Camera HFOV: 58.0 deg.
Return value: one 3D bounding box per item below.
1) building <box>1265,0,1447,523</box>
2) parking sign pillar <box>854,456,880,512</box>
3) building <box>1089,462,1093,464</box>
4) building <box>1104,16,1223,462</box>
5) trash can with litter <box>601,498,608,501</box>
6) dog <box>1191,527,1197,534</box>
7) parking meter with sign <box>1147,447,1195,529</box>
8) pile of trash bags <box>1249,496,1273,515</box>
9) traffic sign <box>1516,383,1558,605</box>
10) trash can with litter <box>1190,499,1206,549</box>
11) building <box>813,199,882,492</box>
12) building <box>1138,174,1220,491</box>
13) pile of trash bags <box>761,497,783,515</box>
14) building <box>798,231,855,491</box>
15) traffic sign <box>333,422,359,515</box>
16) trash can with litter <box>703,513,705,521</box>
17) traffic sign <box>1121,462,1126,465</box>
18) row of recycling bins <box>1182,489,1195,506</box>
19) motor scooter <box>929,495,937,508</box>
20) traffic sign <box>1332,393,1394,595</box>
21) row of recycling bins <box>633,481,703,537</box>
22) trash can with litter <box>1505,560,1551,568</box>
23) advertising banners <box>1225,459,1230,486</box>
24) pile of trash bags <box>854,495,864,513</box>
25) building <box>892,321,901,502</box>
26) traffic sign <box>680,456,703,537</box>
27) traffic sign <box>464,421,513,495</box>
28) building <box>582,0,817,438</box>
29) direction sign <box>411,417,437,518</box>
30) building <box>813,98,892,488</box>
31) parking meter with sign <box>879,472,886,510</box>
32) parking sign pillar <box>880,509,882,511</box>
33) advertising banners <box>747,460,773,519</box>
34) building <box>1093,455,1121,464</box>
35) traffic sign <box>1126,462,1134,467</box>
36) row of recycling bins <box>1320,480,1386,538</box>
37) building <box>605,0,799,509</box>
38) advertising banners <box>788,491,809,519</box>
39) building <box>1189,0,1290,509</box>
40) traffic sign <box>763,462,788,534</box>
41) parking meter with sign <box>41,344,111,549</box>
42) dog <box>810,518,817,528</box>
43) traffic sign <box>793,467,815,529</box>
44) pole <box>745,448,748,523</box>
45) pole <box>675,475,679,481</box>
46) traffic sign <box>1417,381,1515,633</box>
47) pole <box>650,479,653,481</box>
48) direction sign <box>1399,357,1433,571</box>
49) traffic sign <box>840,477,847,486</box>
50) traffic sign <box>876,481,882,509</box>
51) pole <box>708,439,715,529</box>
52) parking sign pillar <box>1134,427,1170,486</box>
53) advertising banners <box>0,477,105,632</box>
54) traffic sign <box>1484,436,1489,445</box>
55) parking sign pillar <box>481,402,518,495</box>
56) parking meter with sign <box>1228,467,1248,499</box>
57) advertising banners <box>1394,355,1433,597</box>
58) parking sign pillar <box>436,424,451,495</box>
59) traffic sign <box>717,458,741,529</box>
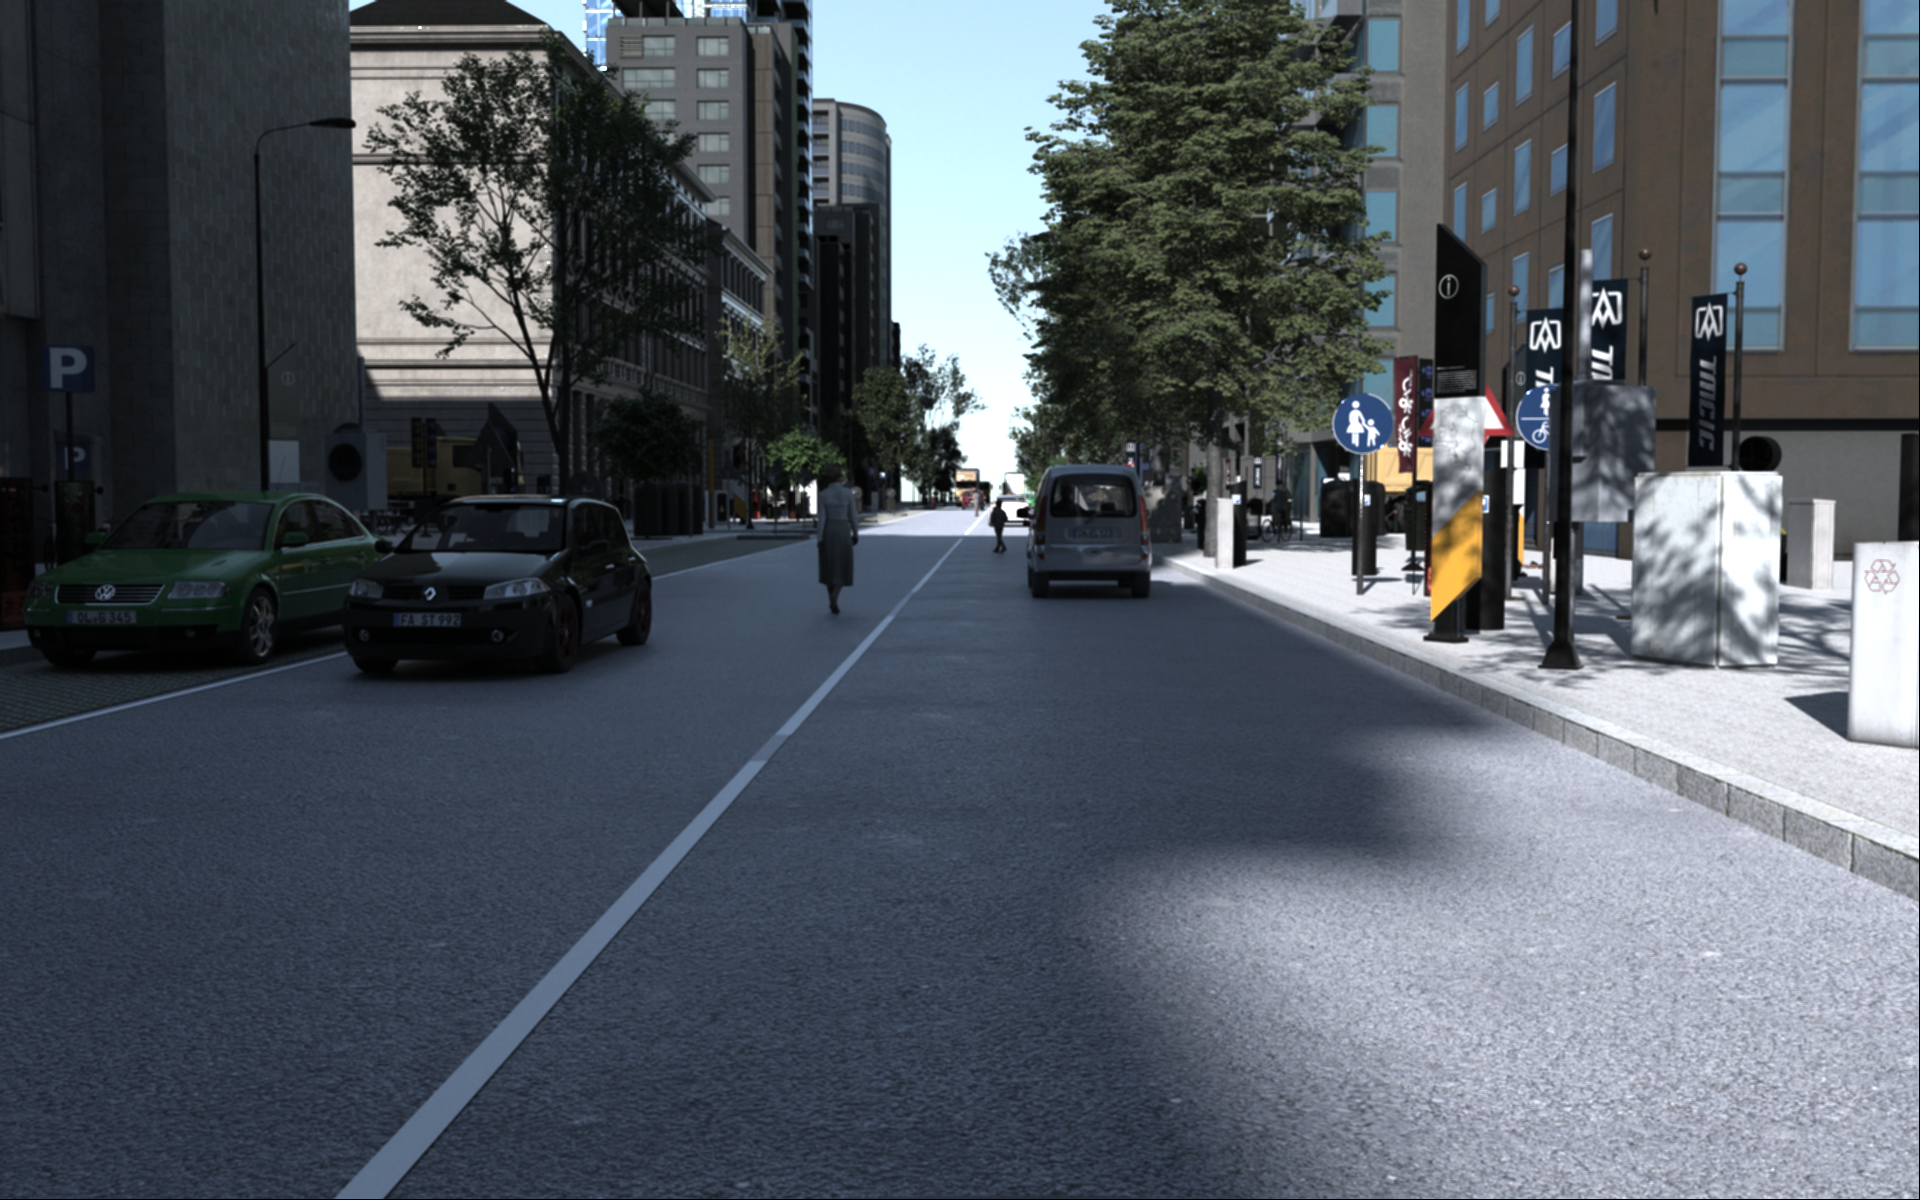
[{"bbox_3d":[29.671,-28.169,80.170,30.456,49.044,23.786,0,4,1],"label":"building"},{"bbox_3d":[-6.874,-8.193,122.431,1.447,3.967,1.447,3,5,42],"label":"parking sign pillar"},{"bbox_3d":[26.314,-29.806,259.034,14.160,30.474,14.107,0,4,1],"label":"building"},{"bbox_3d":[30.902,-36.777,190.535,28.713,52.752,27.495,0,4,1],"label":"building"},{"bbox_3d":[-9.342,-1.984,43.825,1.055,1.170,0.624,1,4,20],"label":"trash can with litter"},{"bbox_3d":[8.147,-2.450,60.252,0.748,0.427,0.550,-1,4,-10],"label":"dog"},{"bbox_3d":[7.744,-4.105,63.383,1.738,3.016,0.543,1,4,22],"label":"parking meter with sign"},{"bbox_3d":[18.232,-5.876,105.831,1.912,1.369,3.447,-3,5,-42],"label":"pile of trash bags"},{"bbox_3d":[6.809,-1.220,20.060,0.768,2.556,0.104,0,4,7],"label":"traffic sign"},{"bbox_3d":[5.930,-1.765,40.242,1.055,1.170,0.624,-2,4,-24],"label":"trash can with litter"},{"bbox_3d":[-18.101,-33.835,236.793,14.154,41.232,14.086,0,4,1],"label":"building"},{"bbox_3d":[23.316,-23.529,156.402,14.160,30.474,14.107,0,4,1],"label":"building"},{"bbox_3d":[-11.273,-5.797,104.528,3.447,1.369,1.912,-2,4,-24],"label":"pile of trash bags"},{"bbox_3d":[-19.196,-25.691,191.751,14.160,30.474,14.107,0,4,1],"label":"building"},{"bbox_3d":[-10.825,-1.878,30.806,0.768,2.556,0.104,0,4,3],"label":"traffic sign"},{"bbox_3d":[-11.783,-4.269,81.182,1.055,1.170,0.624,3,5,42],"label":"trash can with litter"},{"bbox_3d":[5.171,-3.129,54.807,0.795,2.450,0.064,0,4,1],"label":"traffic sign"},{"bbox_3d":[15.353,-7.165,124.255,3.534,1.692,1.069,-1,4,-15],"label":"row of recycling bins"},{"bbox_3d":[-2.718,-9.962,175.650,0.815,1.314,1.986,0,4,3],"label":"motor scooter"},{"bbox_3d":[5.096,-1.339,21.991,0.768,2.556,0.104,0,4,3],"label":"traffic sign"},{"bbox_3d":[-9.014,-2.862,53.908,1.069,1.692,3.534,1,4,19],"label":"row of recycling bins"},{"bbox_3d":[9.779,-1.168,30.153,2.233,1.210,1.678,0,4,-5],"label":"trash can with litter"},{"bbox_3d":[13.669,-5.505,86.201,0.090,3.025,2.074,3,4,36],"label":"advertising banners"},{"bbox_3d":[-7.405,-6.615,117.910,1.912,1.369,3.447,-2,4,-26],"label":"pile of trash bags"},{"bbox_3d":[-16.986,-31.127,280.620,14.160,30.474,14.107,0,4,1],"label":"building"},{"bbox_3d":[-7.994,-3.136,51.385,0.768,2.556,0.104,0,4,5],"label":"traffic sign"},{"bbox_3d":[-8.365,-1.879,30.732,0.884,2.594,0.081,0,4,3],"label":"traffic sign"},{"bbox_3d":[-24.771,-52.293,167.659,22.319,86.520,31.000,0,4,1],"label":"building"},{"bbox_3d":[-15.923,-3.640,51.515,0.379,3.537,0.876,2,4,34],"label":"direction sign"},{"bbox_3d":[-21.567,-43.817,258.413,21.231,58.520,28.212,0,4,1],"label":"building"},{"bbox_3d":[-6.276,-8.657,137.807,0.543,3.016,1.738,0,4,3],"label":"parking meter with sign"},{"bbox_3d":[-6.497,-8.547,128.210,1.447,3.967,1.447,0,4,-7],"label":"parking sign pillar"},{"bbox_3d":[-10.308,-5.613,87.955,2.074,3.025,0.090,1,4,22],"label":"advertising banners"},{"bbox_3d":[25.741,-34.282,244.104,14.154,41.232,14.086,0,4,1],"label":"building"},{"bbox_3d":[6.904,-4.248,69.565,0.768,2.556,0.104,0,4,7],"label":"traffic sign"},{"bbox_3d":[11.952,-2.771,52.425,1.069,1.692,3.534,3,4,37],"label":"row of recycling bins"},{"bbox_3d":[-21.339,-28.284,146.043,14.154,41.232,14.086,0,4,1],"label":"building"},{"bbox_3d":[-8.532,-5.634,88.310,0.090,3.025,2.074,3,5,44],"label":"advertising banners"},{"bbox_3d":[27.515,-41.700,120.049,20.563,71.187,20.611,0,4,1],"label":"building"},{"bbox_3d":[-5.869,-3.147,55.098,0.795,2.450,0.064,0,4,1],"label":"traffic sign"},{"bbox_3d":[-10.698,-1.519,21.093,0.543,3.016,1.738,-1,4,-19],"label":"parking meter with sign"},{"bbox_3d":[-5.946,-3.210,72.671,0.550,0.427,0.748,-3,4,-38],"label":"dog"},{"bbox_3d":[-5.672,-3.635,63.081,0.795,2.450,0.064,0,4,1],"label":"traffic sign"},{"bbox_3d":[-9.591,-5.109,77.379,0.158,3.312,0.155,0,3,0],"label":"pole"},{"bbox_3d":[-14.645,-5.862,89.692,0.158,3.312,0.155,0,3,0],"label":"pole"},{"bbox_3d":[4.656,-0.978,15.995,0.884,2.594,0.081,0,4,5],"label":"traffic sign"},{"bbox_3d":[-11.700,-4.400,65.784,0.158,3.312,0.155,0,3,0],"label":"pole"},{"bbox_3d":[7.597,-2.259,28.938,0.876,3.537,0.379,-3,4,-38],"label":"direction sign"},{"bbox_3d":[-7.051,-6.265,102.535,0.768,2.556,0.104,0,4,5],"label":"traffic sign"},{"bbox_3d":[-6.273,-7.998,132.898,0.606,2.300,0.079,0,4,6],"label":"traffic sign"},{"bbox_3d":[-9.219,-4.303,64.194,0.158,3.312,0.155,0,3,0],"label":"pole"},{"bbox_3d":[7.338,-4.763,66.340,1.447,3.967,1.447,2,4,26],"label":"parking sign pillar"},{"bbox_3d":[-8.872,-1.225,16.212,0.090,3.025,2.074,1,4,19],"label":"advertising banners"},{"bbox_3d":[6.684,-1.411,23.178,0.768,2.556,0.104,0,4,6],"label":"traffic sign"},{"bbox_3d":[-13.436,-3.795,50.526,1.447,3.967,1.447,3,5,43],"label":"parking sign pillar"},{"bbox_3d":[17.435,-6.983,110.425,1.738,3.016,0.543,1,4,10],"label":"parking meter with sign"},{"bbox_3d":[5.928,-1.542,21.407,0.090,3.025,2.074,-1,4,-19],"label":"advertising banners"},{"bbox_3d":[-19.648,-4.725,65.718,1.447,3.967,1.447,-3,5,-42],"label":"parking sign pillar"},{"bbox_3d":[-8.386,-3.842,62.827,0.884,2.594,0.081,0,4,5],"label":"traffic sign"}]
